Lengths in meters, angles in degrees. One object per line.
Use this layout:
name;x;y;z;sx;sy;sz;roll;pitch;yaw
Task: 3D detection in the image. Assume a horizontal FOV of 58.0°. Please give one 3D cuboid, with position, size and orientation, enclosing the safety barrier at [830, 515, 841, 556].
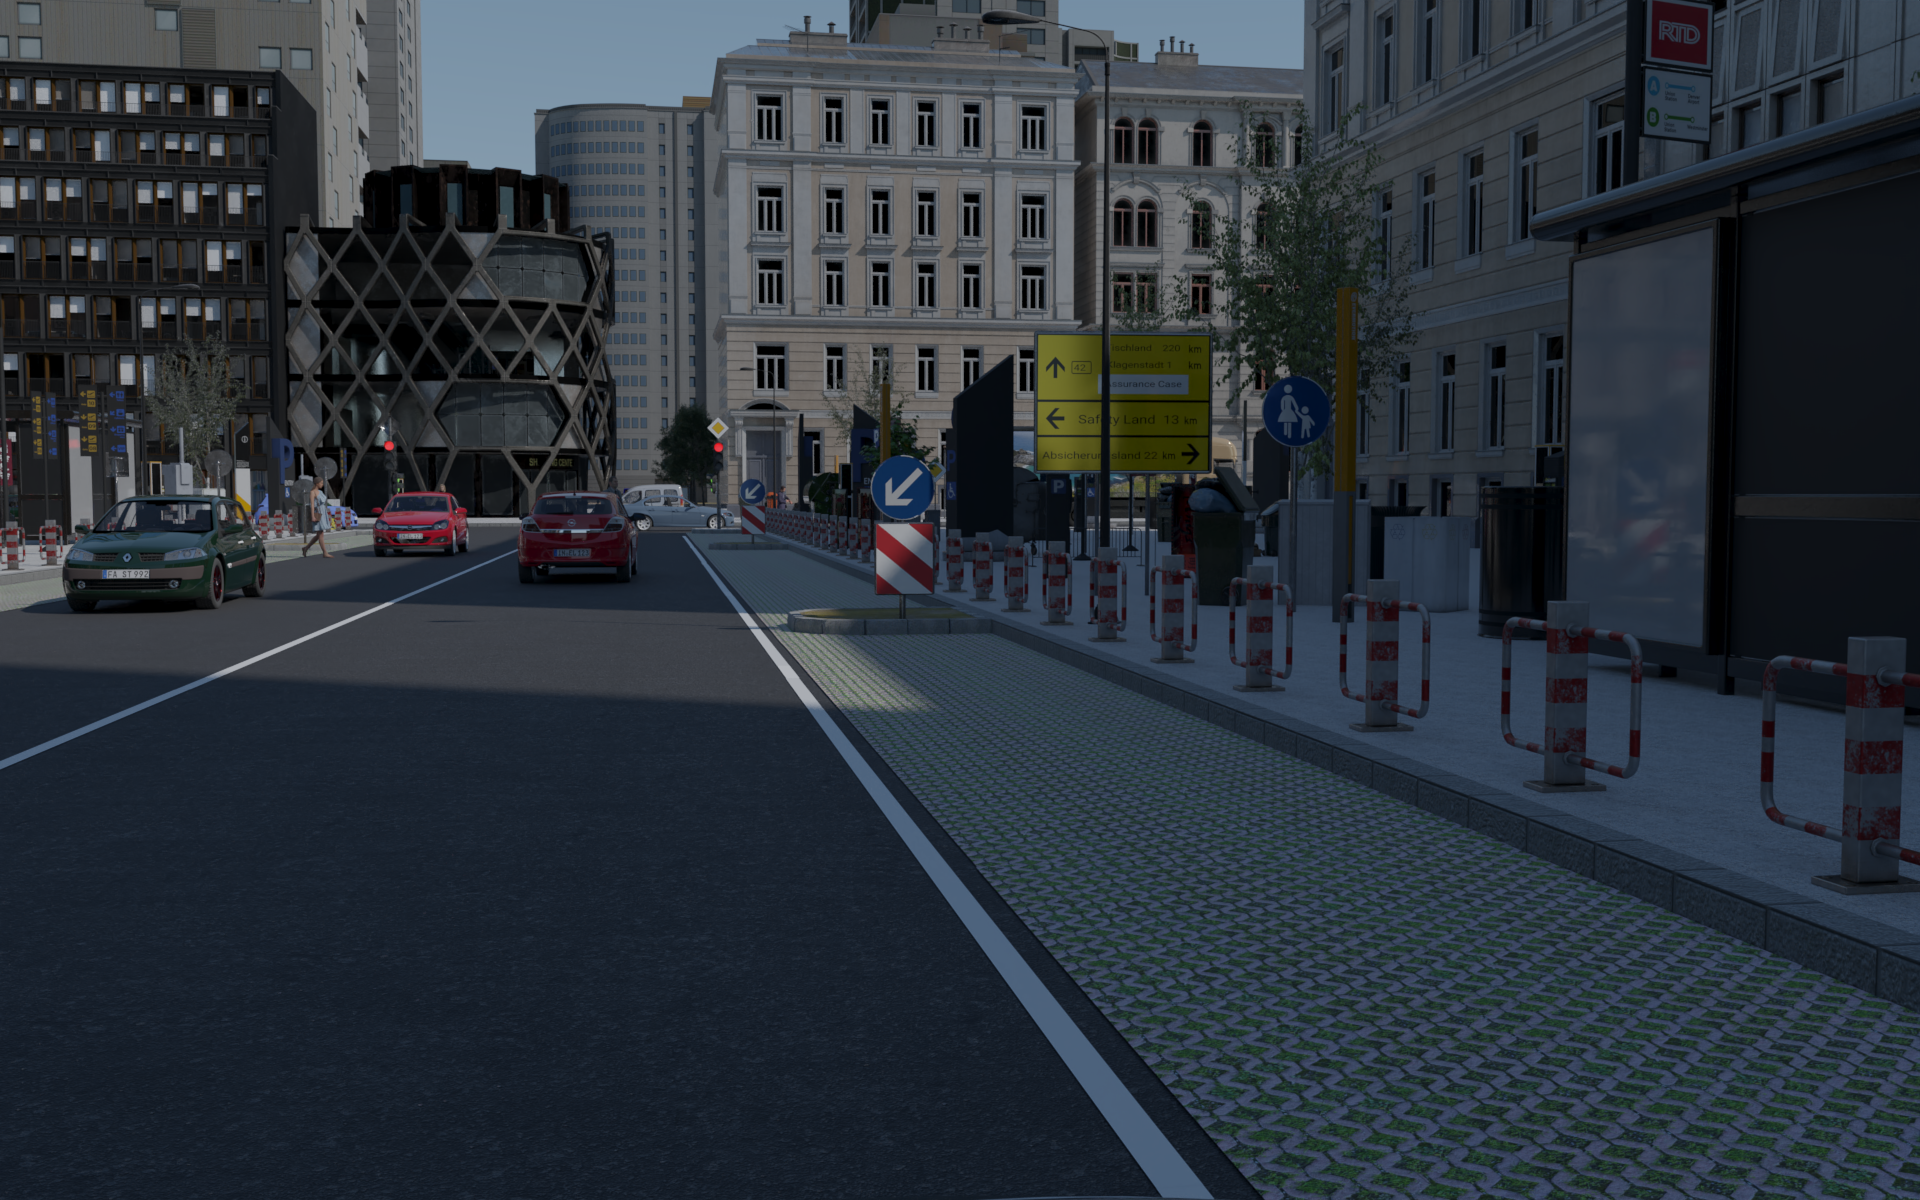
safety barrier;-2.424;-1.323;35.900;0.300;0.817;1.120;-1;4;-10

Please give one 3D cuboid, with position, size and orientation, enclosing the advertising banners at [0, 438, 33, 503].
advertising banners;-29.499;-3.597;55.003;2.074;3.025;0.090;-3;5;-42

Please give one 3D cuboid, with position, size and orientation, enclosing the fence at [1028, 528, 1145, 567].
fence;2.254;-0.936;30.682;2.069;0.683;0.278;-1;4;-9

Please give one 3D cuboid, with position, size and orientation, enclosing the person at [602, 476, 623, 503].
person;-7.363;-1.725;36.813;0.767;1.812;0.694;2;4;32

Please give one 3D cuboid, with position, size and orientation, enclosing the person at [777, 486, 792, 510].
person;-6.930;-3.655;68.702;0.568;1.767;0.683;1;4;13

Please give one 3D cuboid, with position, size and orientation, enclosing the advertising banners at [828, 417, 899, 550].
advertising banners;-2.191;-2.668;39.814;2.074;3.025;0.090;2;4;34

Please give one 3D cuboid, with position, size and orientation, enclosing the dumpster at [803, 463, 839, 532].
dumpster;-4.238;-3.272;55.997;1.502;2.255;1.985;-1;4;-10

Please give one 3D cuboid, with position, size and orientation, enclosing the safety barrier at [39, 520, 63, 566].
safety barrier;-16.241;-1.020;30.949;0.300;0.817;1.120;-1;4;-10

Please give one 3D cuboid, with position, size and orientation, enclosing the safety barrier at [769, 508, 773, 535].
safety barrier;-5.787;-2.479;54.811;0.300;0.817;1.120;-1;4;-10

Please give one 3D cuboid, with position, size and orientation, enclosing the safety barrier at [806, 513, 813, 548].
safety barrier;-3.427;-1.669;41.563;0.300;0.817;1.120;-1;4;-10

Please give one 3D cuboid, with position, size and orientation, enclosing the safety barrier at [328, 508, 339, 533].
safety barrier;-20.948;-2.638;57.407;0.300;0.817;1.120;-1;4;-10

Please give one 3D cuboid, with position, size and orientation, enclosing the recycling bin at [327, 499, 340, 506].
recycling bin;-30.143;-4.294;82.761;0.722;1.027;0.722;2;4;30

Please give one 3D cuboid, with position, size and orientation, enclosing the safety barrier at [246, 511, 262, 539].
safety barrier;-18.929;-1.944;46.056;0.300;0.817;1.120;-1;4;-10

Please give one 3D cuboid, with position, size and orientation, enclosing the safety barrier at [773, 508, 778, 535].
safety barrier;-5.452;-2.364;52.923;0.300;0.817;1.120;-1;4;-10

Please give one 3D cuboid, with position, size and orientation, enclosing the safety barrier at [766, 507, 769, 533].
safety barrier;-6.124;-2.595;56.705;0.300;0.817;1.120;-1;4;-10

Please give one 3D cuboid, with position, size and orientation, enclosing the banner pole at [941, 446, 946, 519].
banner pole;-0.734;-6.083;89.477;0.401;3.779;0.863;-1;4;-16

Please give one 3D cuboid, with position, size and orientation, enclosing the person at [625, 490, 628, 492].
person;-29.524;-8.855;153.308;0.705;1.821;1.348;2;4;31

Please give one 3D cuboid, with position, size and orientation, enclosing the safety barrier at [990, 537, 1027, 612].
safety barrier;0.609;-0.282;18.878;0.300;0.817;1.120;-1;4;-10

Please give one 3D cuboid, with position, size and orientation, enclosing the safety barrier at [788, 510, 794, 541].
safety barrier;-4.435;-2.016;47.240;0.300;0.817;1.120;-1;4;-10

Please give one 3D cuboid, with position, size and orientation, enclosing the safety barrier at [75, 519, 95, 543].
safety barrier;-16.581;-1.136;32.845;0.300;0.817;1.120;-1;4;-10

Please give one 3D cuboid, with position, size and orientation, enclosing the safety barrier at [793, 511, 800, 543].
safety barrier;-4.098;-1.900;45.339;0.300;0.817;1.120;-1;4;-10

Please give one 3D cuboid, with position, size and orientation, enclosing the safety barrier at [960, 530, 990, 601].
safety barrier;0.271;-0.397;20.765;0.300;0.817;1.120;-1;4;-10

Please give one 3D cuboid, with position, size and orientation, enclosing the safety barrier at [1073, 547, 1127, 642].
safety barrier;1.284;-0.049;15.070;0.300;0.817;1.120;-1;4;-10

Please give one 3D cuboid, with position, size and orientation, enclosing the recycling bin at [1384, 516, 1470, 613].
recycling bin;5.158;-0.402;19.131;0.722;1.027;0.722;3;4;39

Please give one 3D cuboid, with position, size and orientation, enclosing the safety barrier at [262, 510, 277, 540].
safety barrier;-19.266;-2.060;47.952;0.300;0.817;1.120;-1;4;-10

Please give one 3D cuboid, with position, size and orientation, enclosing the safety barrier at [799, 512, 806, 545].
safety barrier;-3.766;-1.784;43.451;0.300;0.817;1.120;-1;4;-10

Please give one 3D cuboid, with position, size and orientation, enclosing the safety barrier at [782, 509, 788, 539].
safety barrier;-4.779;-2.133;49.147;0.300;0.817;1.120;-1;4;-10

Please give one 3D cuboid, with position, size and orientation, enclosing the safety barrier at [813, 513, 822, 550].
safety barrier;-3.096;-1.553;39.675;0.300;0.817;1.120;-1;4;-10

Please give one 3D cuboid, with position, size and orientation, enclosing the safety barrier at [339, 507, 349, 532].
safety barrier;-21.284;-2.754;59.296;0.300;0.817;1.120;-1;4;-10

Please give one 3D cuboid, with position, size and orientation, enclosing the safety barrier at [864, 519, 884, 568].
safety barrier;-1.414;-0.975;30.224;0.300;0.817;1.120;-1;4;-10

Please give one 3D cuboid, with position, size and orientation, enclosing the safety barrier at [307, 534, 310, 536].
safety barrier;-20.275;-2.407;53.631;0.300;0.817;1.120;-1;4;-10

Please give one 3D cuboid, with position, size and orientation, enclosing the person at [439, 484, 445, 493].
person;-19.807;-3.436;64.898;1.509;1.804;0.699;-2;4;-35

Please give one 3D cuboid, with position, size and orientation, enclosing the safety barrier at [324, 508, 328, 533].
safety barrier;-20.613;-2.523;55.520;0.300;0.817;1.120;-1;4;-10

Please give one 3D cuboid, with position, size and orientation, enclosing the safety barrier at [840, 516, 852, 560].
safety barrier;-2.086;-1.207;34.013;0.300;0.817;1.120;-1;4;-10

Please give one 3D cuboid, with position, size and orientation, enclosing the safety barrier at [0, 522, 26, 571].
safety barrier;-15.901;-0.904;29.061;0.300;0.817;1.120;-1;4;-10

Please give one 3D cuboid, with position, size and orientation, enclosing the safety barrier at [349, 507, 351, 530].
safety barrier;-21.624;-2.870;61.192;0.300;0.817;1.120;-1;4;-10

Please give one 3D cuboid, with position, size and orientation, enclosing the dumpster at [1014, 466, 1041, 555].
dumpster;0.971;-1.904;36.897;1.264;1.857;1.865;-1;4;-10

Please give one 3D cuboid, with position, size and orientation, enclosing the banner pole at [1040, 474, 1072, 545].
banner pole;2.419;-3.303;44.021;0.863;3.779;0.401;1;4;13

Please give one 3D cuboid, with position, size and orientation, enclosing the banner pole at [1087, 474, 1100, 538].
banner pole;3.904;-3.678;50.157;0.863;3.779;0.401;2;4;25

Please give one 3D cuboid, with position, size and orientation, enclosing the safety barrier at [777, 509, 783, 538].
safety barrier;-5.112;-2.248;51.037;0.300;0.817;1.120;-1;4;-10

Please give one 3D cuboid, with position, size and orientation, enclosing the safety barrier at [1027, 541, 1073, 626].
safety barrier;0.948;-0.164;16.964;0.300;0.817;1.120;-1;4;-10

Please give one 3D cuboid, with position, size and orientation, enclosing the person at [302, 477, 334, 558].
person;-14.428;-1.847;38.798;0.778;1.811;0.616;1;4;9

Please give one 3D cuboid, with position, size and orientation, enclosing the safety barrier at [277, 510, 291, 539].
safety barrier;-19.603;-2.175;49.840;0.300;0.817;1.120;-1;4;-10

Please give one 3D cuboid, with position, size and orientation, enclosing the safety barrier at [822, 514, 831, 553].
safety barrier;-2.758;-1.438;37.788;0.300;0.817;1.120;-1;4;-10

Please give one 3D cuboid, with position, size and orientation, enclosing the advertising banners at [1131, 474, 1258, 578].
advertising banners;3.481;-1.840;26.276;2.074;3.025;0.090;1;4;17

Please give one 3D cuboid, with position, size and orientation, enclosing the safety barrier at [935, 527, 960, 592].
safety barrier;-0.067;-0.512;22.652;0.300;0.817;1.120;-1;4;-10

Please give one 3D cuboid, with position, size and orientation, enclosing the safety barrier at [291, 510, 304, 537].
safety barrier;-19.942;-2.291;51.733;0.300;0.817;1.120;-1;4;-10

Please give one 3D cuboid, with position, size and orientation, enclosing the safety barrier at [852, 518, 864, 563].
safety barrier;-1.747;-1.092;32.127;0.300;0.817;1.120;-1;4;-10

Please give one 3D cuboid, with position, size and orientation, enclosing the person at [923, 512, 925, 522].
person;-1.690;-4.071;74.902;0.661;1.843;0.795;2;4;33
